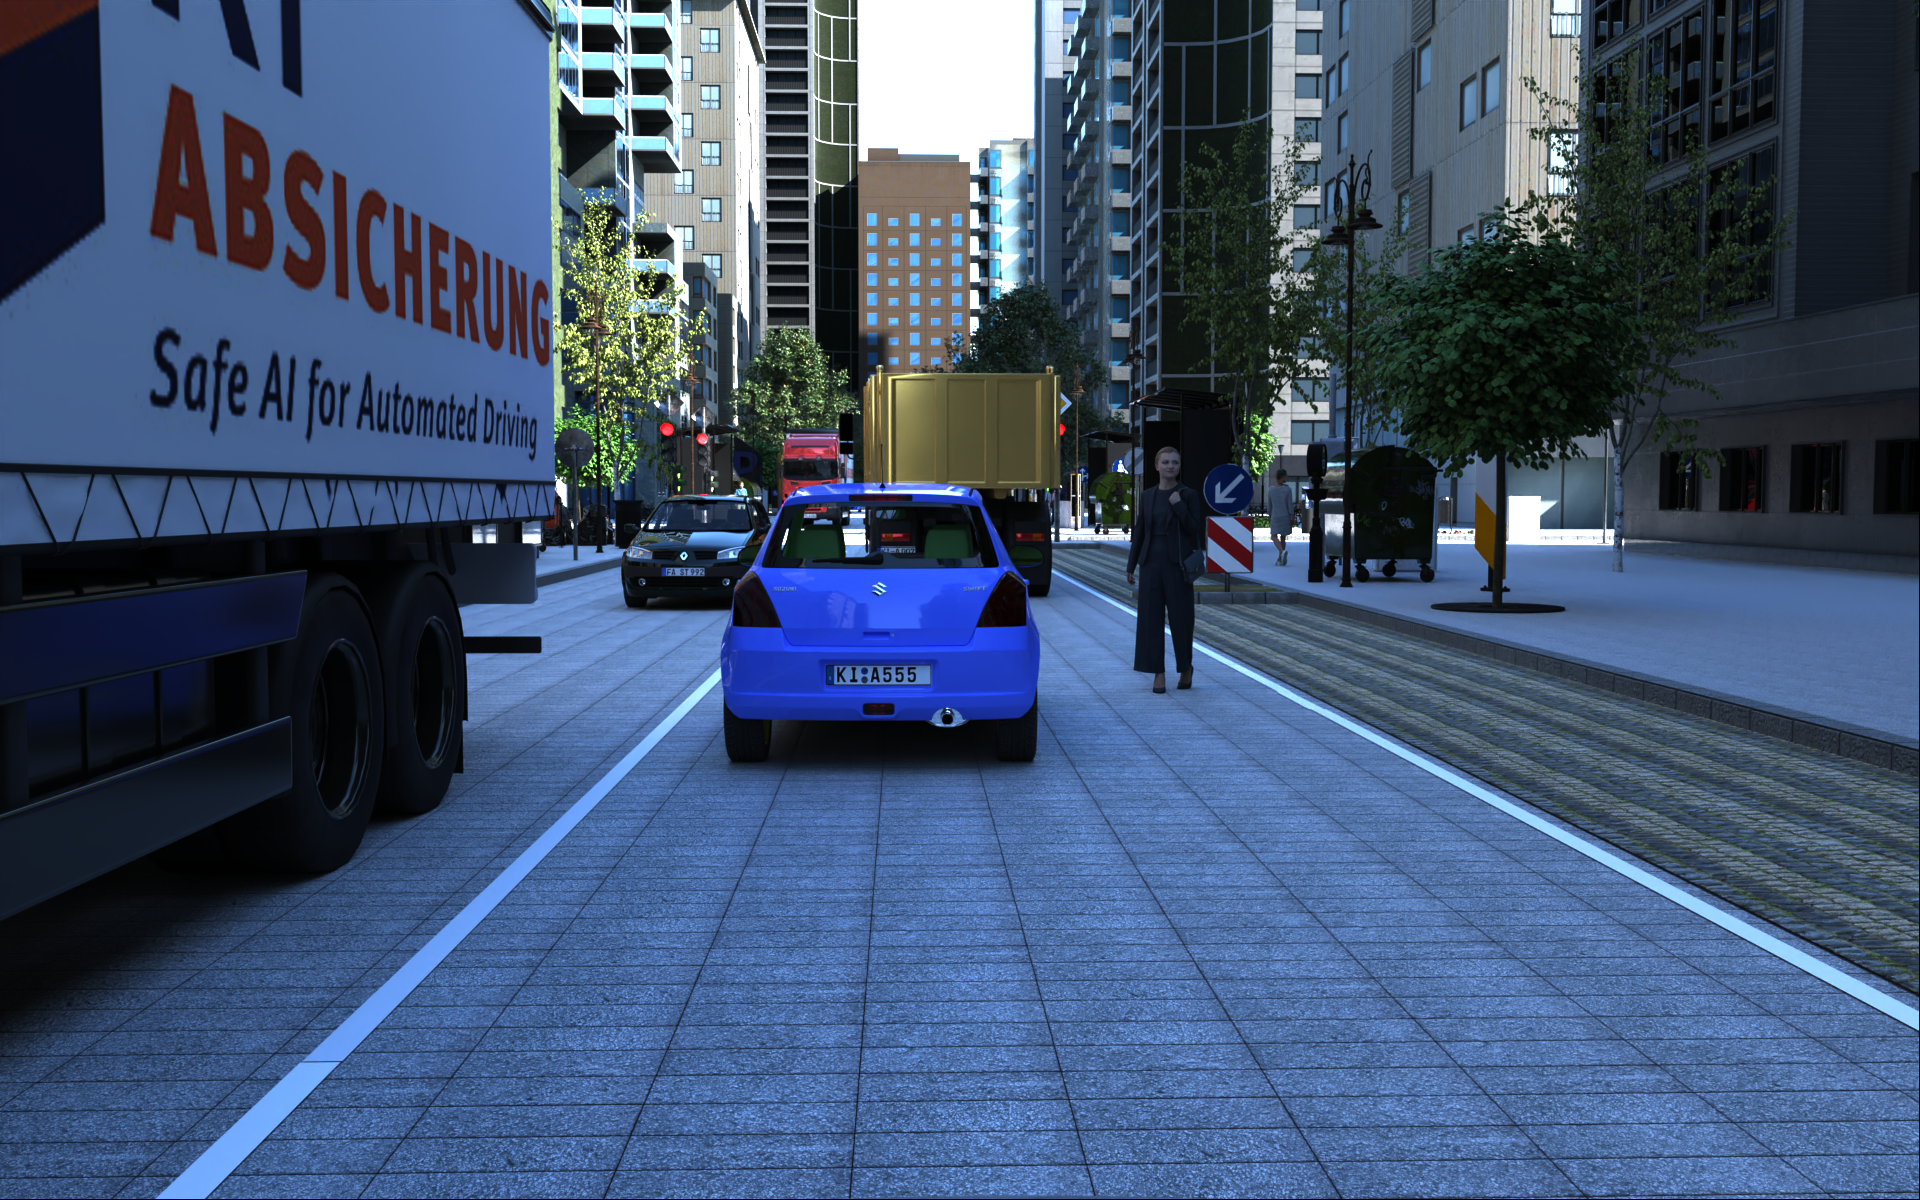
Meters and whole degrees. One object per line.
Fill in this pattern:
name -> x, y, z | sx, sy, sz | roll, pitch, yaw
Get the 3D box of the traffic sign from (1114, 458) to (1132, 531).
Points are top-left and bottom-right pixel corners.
traffic sign -> 5.712, -3.706, 60.696 | 0.768, 2.556, 0.104 | 0, 4, 3

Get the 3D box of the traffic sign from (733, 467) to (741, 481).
traffic sign -> -9.216, -4.243, 69.376 | 0.884, 2.594, 0.081 | 0, 4, 1

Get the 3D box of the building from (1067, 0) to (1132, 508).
building -> 21.324, -32.692, 154.129 | 23.786, 49.044, 30.456 | 0, 4, -2

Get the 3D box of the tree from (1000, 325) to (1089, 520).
tree -> 3.717, -7.592, 74.488 | 4.360, 8.622, 3.978 | 0, 3, 0

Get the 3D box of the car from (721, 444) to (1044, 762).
car -> -0.432, -0.060, 10.572 | 1.945, 1.707, 3.694 | 0, 4, -1

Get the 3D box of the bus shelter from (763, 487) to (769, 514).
bus shelter -> -11.334, -6.325, 97.343 | 2.014, 3.302, 5.546 | 0, 4, -2

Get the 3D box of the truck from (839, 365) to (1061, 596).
truck -> -0.231, -1.954, 27.868 | 3.469, 3.379, 9.791 | 0, 4, -4

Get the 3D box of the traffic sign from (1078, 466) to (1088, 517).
traffic sign -> 5.654, -4.833, 79.133 | 0.768, 2.556, 0.104 | 0, 4, -1

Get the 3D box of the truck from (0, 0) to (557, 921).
truck -> -3.478, -0.950, 4.440 | 2.839, 4.237, 11.283 | 0, 4, -1

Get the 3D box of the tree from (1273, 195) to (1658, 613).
tree -> 5.908, -2.170, 19.196 | 4.285, 4.588, 4.351 | 0, 3, 0

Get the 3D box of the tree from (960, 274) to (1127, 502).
tree -> 3.538, -10.629, 90.796 | 9.611, 12.733, 9.660 | 0, 3, 0

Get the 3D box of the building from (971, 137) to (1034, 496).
building -> 16.191, -37.472, 232.270 | 30.456, 49.044, 23.786 | 0, 4, -2

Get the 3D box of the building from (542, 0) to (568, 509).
building -> -23.827, -18.076, 67.251 | 14.160, 30.474, 14.107 | 0, 4, -2

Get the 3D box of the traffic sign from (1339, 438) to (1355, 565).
traffic sign -> 6.835, -1.770, 31.065 | 0.606, 2.300, 0.079 | 0, 4, 0

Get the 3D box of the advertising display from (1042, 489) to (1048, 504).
advertising display -> 3.903, -4.530, 79.277 | 0.123, 1.923, 0.974 | 1, 4, 12

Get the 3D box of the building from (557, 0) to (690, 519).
building -> -27.191, -48.201, 100.757 | 22.319, 86.520, 31.000 | 0, 4, -2

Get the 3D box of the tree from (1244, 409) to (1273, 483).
tree -> 9.019, -4.557, 58.223 | 4.285, 4.588, 4.351 | 0, 3, 0

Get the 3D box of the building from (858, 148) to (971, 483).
building -> -5.980, -35.294, 227.174 | 14.200, 45.320, 14.600 | 0, 4, -2

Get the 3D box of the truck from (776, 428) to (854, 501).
truck -> -6.211, -5.341, 76.243 | 2.839, 4.237, 11.283 | 0, 4, 0

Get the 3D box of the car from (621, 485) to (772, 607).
car -> -3.390, -0.820, 23.201 | 2.009, 1.686, 4.222 | 0, 4, 0

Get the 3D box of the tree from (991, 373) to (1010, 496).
tree -> 2.914, -10.883, 112.349 | 8.767, 10.594, 7.601 | 2, 4, 29

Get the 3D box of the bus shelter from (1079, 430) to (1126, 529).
bus shelter -> 5.723, -4.588, 66.293 | 1.731, 3.624, 6.357 | 0, 4, -2

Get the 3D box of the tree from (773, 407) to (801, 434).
tree -> -11.686, -10.614, 123.895 | 4.737, 8.622, 4.395 | 0, 3, 0

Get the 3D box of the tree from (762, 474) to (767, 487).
tree -> -10.706, -5.611, 86.349 | 1.663, 3.219, 1.824 | 0, 3, 0

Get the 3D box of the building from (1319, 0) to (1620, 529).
building -> 31.305, -29.566, 72.642 | 27.495, 52.752, 28.713 | 0, 4, -2

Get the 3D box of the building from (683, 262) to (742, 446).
building -> -33.304, -18.252, 143.454 | 27.650, 21.520, 28.899 | 0, 4, -2

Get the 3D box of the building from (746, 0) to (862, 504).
building -> -23.481, -48.367, 229.048 | 20.611, 71.187, 20.563 | 0, 4, -2

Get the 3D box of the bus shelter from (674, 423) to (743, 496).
bus shelter -> -8.747, -4.239, 60.592 | 1.731, 3.624, 6.357 | 0, 4, -2

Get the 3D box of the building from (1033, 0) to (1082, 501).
building -> 18.271, -39.207, 183.036 | 21.231, 58.520, 28.212 | 0, 4, -2

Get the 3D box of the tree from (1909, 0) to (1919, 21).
tree -> 6.309, -5.081, 8.828 | 9.928, 11.665, 9.643 | 0, 3, 0

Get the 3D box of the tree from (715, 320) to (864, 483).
tree -> -11.373, -12.062, 114.215 | 9.611, 12.733, 9.660 | 0, 3, 0

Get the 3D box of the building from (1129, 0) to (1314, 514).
building -> 21.026, -41.595, 118.325 | 20.563, 71.187, 20.611 | 0, 4, -2

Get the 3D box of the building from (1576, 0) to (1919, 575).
building -> 20.706, -12.500, 23.440 | 14.314, 24.678, 30.058 | 0, 4, -2

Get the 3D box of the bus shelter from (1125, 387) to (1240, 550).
bus shelter -> 5.261, -3.049, 41.139 | 1.731, 3.624, 6.357 | 0, 4, -2

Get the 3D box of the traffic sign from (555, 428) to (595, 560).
traffic sign -> -7.434, -2.038, 33.422 | 0.768, 2.556, 0.104 | 0, 4, 0

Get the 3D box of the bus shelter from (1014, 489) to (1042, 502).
bus shelter -> 4.179, -6.770, 104.615 | 2.014, 3.302, 5.546 | 0, 4, -2

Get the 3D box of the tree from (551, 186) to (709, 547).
tree -> -8.212, -5.580, 41.591 | 4.737, 8.622, 4.395 | 0, 3, 0

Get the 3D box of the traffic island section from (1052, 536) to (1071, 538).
traffic island section -> 2.357, -1.958, 54.292 | 2.009, 0.180, 2.903 | 0, 4, -2

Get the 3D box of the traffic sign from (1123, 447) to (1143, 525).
traffic sign -> 4.823, -2.883, 47.244 | 0.768, 2.556, 0.104 | 0, 4, 6

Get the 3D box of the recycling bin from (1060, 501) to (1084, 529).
recycling bin -> 4.165, -3.179, 64.531 | 0.722, 1.027, 0.722 | -1, 4, -23

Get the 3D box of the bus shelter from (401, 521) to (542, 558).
bus shelter -> -9.076, -3.215, 30.197 | 2.179, 5.291, 8.768 | 0, 4, -2

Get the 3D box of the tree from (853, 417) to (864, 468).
tree -> -12.916, -15.447, 178.305 | 9.928, 11.665, 9.643 | 0, 3, 0

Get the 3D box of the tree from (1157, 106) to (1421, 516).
tree -> 5.841, -5.114, 33.975 | 4.737, 8.622, 4.395 | 0, 3, 0

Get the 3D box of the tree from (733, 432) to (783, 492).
tree -> -10.690, -6.602, 91.658 | 4.285, 4.588, 4.351 | 0, 3, 0

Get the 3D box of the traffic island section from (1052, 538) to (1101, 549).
traffic island section -> 2.615, -1.470, 46.311 | 2.009, 0.180, 2.903 | 0, 4, -2

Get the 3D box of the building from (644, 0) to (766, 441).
building -> -35.117, -36.233, 181.649 | 27.495, 52.752, 28.713 | 0, 4, -2

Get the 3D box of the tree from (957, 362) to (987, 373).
tree -> 2.960, -11.974, 121.530 | 9.928, 11.665, 9.643 | 0, 3, 0
